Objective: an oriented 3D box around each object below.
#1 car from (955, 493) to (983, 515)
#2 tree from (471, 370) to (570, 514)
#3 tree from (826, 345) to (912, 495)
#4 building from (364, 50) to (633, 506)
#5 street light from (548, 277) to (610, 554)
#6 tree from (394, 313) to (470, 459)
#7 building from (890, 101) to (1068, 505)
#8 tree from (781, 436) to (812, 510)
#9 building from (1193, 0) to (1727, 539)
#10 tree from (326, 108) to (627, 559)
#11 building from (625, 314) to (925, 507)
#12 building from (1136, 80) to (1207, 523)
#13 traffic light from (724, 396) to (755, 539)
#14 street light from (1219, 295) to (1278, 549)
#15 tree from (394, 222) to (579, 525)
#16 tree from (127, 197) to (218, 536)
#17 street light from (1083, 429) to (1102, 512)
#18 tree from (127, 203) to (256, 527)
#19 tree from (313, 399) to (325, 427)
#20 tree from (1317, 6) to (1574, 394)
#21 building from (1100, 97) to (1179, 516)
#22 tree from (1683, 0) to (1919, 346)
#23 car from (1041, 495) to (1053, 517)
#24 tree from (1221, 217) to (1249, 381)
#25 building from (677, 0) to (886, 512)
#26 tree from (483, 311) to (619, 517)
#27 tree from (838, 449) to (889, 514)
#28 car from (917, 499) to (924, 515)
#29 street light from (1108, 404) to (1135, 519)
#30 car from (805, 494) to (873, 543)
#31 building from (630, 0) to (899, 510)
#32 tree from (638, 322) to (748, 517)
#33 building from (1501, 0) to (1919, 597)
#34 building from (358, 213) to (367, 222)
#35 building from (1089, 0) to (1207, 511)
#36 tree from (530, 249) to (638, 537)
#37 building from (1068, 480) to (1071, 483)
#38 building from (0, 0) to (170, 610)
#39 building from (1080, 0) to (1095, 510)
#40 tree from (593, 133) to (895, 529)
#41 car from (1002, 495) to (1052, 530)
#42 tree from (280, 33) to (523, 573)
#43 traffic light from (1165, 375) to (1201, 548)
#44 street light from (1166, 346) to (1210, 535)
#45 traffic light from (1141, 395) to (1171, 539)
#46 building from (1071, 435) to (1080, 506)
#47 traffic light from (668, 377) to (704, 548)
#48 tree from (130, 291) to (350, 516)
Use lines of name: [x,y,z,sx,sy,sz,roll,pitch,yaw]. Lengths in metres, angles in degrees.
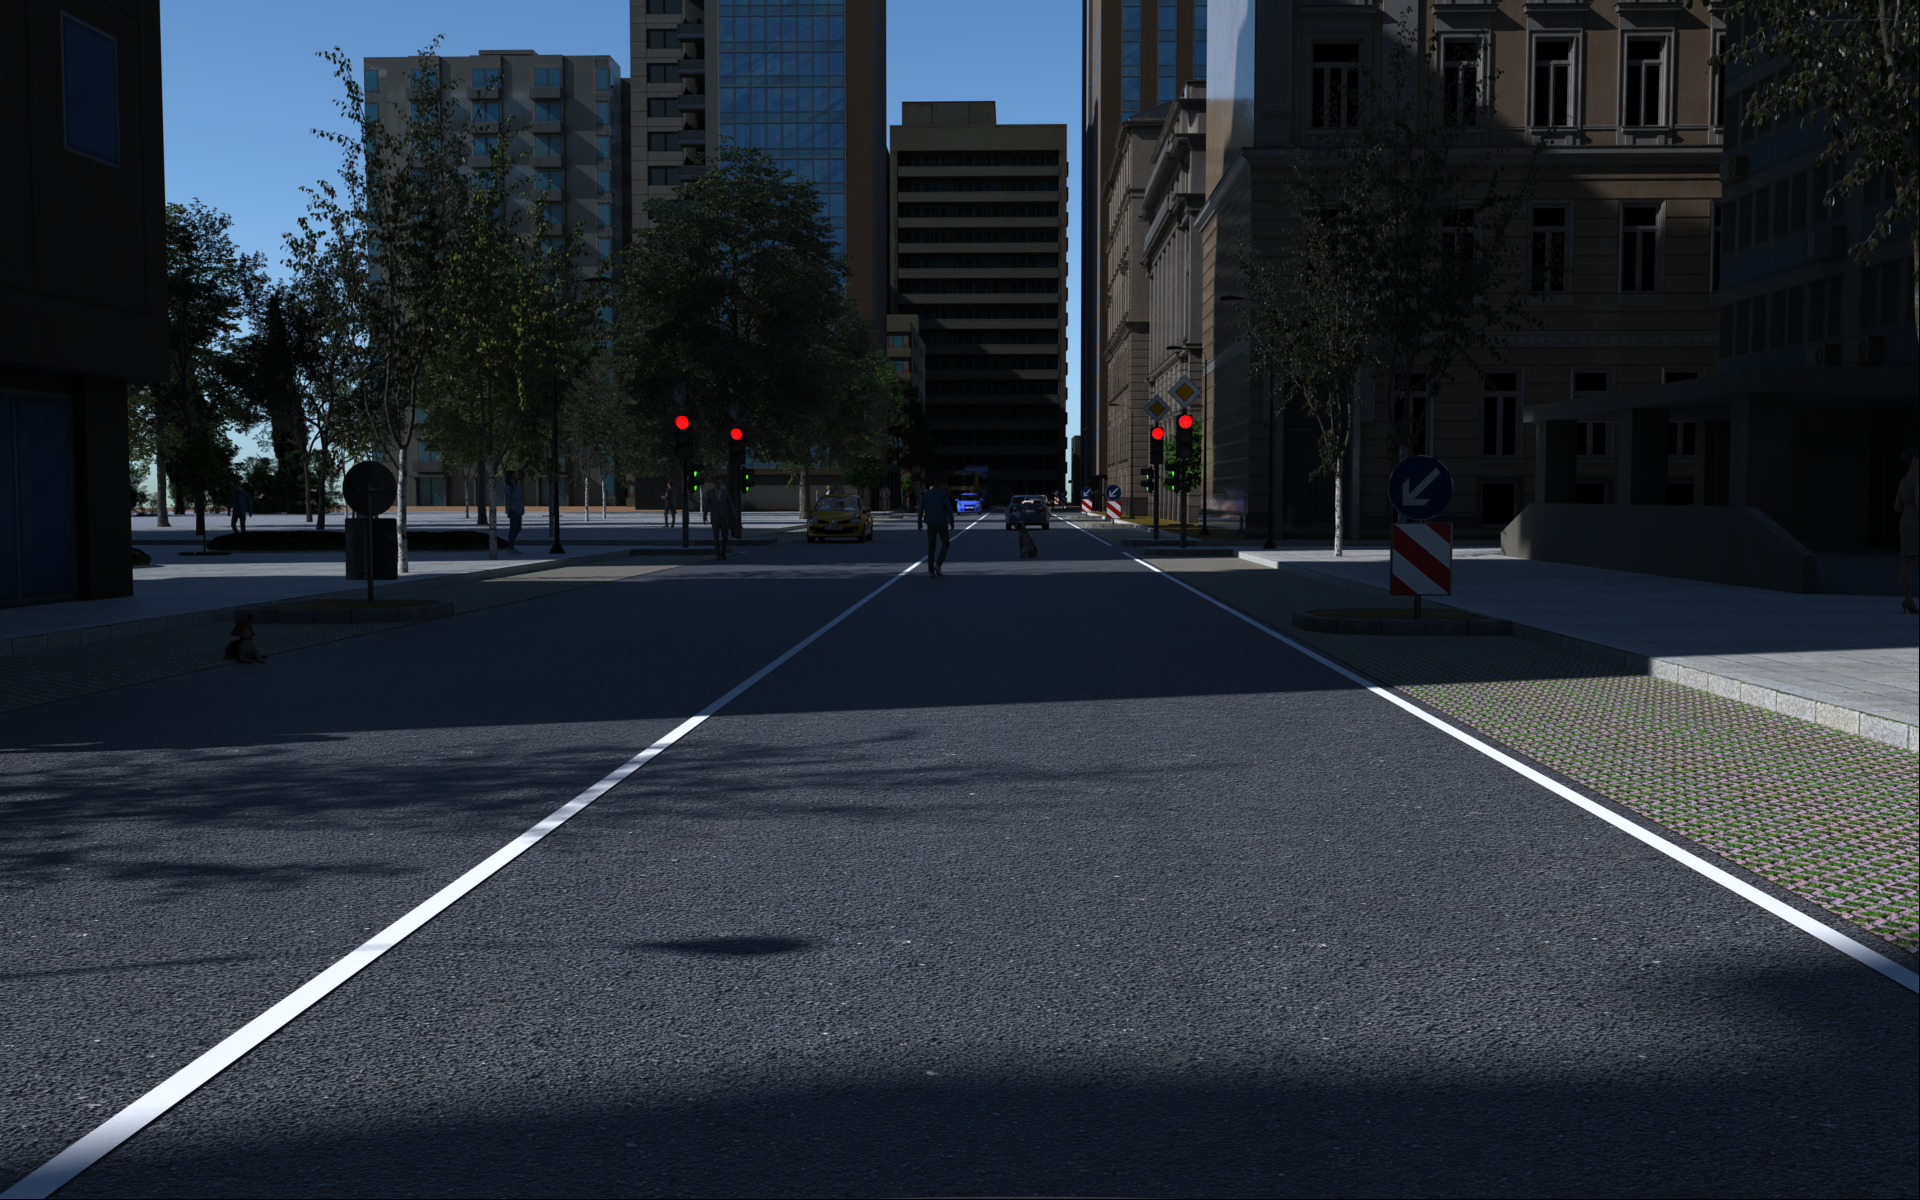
car: [0.650,-6.768,120.251,1.945,1.707,3.694,0,4,0]
tree: [-28.895,-10.739,110.000,8.767,10.594,7.601,-2,4,-30]
tree: [-6.958,-11.879,119.971,9.928,11.665,9.643,0,3,0]
building: [-48.506,-34.891,190.068,30.456,49.044,23.786,0,4,2]
street light: [-8.151,-3.953,37.169,1.470,5.913,1.316,0,4,2]
tree: [-22.637,-7.797,61.887,7.601,10.594,8.767,0,4,-1]
building: [2.499,-36.298,217.176,21.600,48.544,21.300,0,4,2]
tree: [-10.104,-9.595,107.239,4.737,8.622,4.395,0,3,0]
building: [18.026,-16.414,54.271,20.117,28.700,13.634,0,4,2]
tree: [-8.961,-5.099,33.726,4.737,8.622,4.395,0,3,0]
building: [-18.909,-20.973,187.950,28.899,21.520,27.650,0,4,2]
building: [16.243,-14.971,86.569,13.314,21.916,24.055,0,4,2]
traffic light: [-6.307,-3.700,49.416,0.839,4.253,0.868,0,4,2]
street light: [6.754,-4.163,40.602,1.470,5.913,1.316,0,4,2]
tree: [-19.889,-9.436,72.399,7.486,12.596,7.792,0,3,0]
tree: [-23.503,-7.299,53.745,8.767,10.594,7.601,0,4,5]
street light: [9.475,-9.234,123.517,1.470,5.913,1.316,0,4,2]
tree: [-31.114,-9.120,67.243,7.486,12.596,7.792,0,3,0]
tree: [-31.490,-8.496,89.273,4.737,8.622,4.395,0,3,0]
tree: [7.238,-4.703,27.256,4.360,8.622,3.978,0,3,0]
building: [15.775,-19.189,111.011,12.463,27.353,25.104,0,4,2]
tree: [7.180,-3.796,12.423,4.360,8.622,3.978,0,3,0]
car: [4.785,-5.903,108.871,2.083,1.381,4.827,0,4,3]
tree: [7.546,-5.200,35.388,4.360,8.622,3.978,0,3,0]
building: [-12.991,-29.459,131.771,14.600,45.320,14.200,0,4,2]
tree: [-23.533,-10.598,99.039,9.928,11.665,9.643,0,3,0]
tree: [-6.283,-7.937,113.484,4.285,4.588,4.351,0,3,0]
car: [-1.753,-6.293,114.680,2.131,1.459,4.920,0,4,4]
street light: [8.295,-7.120,88.954,1.470,5.913,1.316,0,4,2]
car: [-3.598,-2.561,52.100,2.015,1.641,3.980,0,4,2]
building: [-15.890,-43.447,148.609,20.563,71.187,20.611,0,4,2]
tree: [-11.670,-7.591,74.480,4.360,8.622,3.978,0,3,0]
building: [27.136,-20.522,27.412,32.217,40.220,23.993,0,4,2]
building: [-62.143,-32.605,224.967,23.993,40.220,32.217,0,4,2]
building: [17.332,-29.530,132.927,14.600,45.320,14.200,0,4,2]
tree: [-12.458,-6.191,51.579,4.360,8.622,3.978,0,3,0]
building: [28.266,-34.437,217.670,28.867,44.769,22.147,0,4,2]
building: [-17.180,-22.255,13.973,14.600,45.320,14.200,0,4,2]
building: [21.291,-37.405,153.574,21.231,58.520,28.212,0,4,2]
tree: [-8.302,-9.581,63.305,9.857,13.997,8.962,0,3,0]
car: [2.712,-3.549,70.027,2.014,1.417,4.499,0,4,1]
tree: [-9.170,-4.765,28.275,4.360,8.622,3.978,0,3,0]
traffic light: [5.291,-3.190,41.071,0.839,4.253,0.868,0,4,2]
street light: [7.157,-5.005,54.379,1.470,5.913,1.316,0,4,2]
traffic light: [5.549,-3.678,49.052,0.839,4.253,0.868,0,4,2]
building: [23.565,-53.204,182.560,22.319,86.520,31.000,0,4,2]
traffic light: [-6.564,-3.212,41.435,0.839,4.253,0.868,0,4,2]
tree: [-47.929,-12.985,114.125,13.155,14.587,18.604,-3,4,-38]
